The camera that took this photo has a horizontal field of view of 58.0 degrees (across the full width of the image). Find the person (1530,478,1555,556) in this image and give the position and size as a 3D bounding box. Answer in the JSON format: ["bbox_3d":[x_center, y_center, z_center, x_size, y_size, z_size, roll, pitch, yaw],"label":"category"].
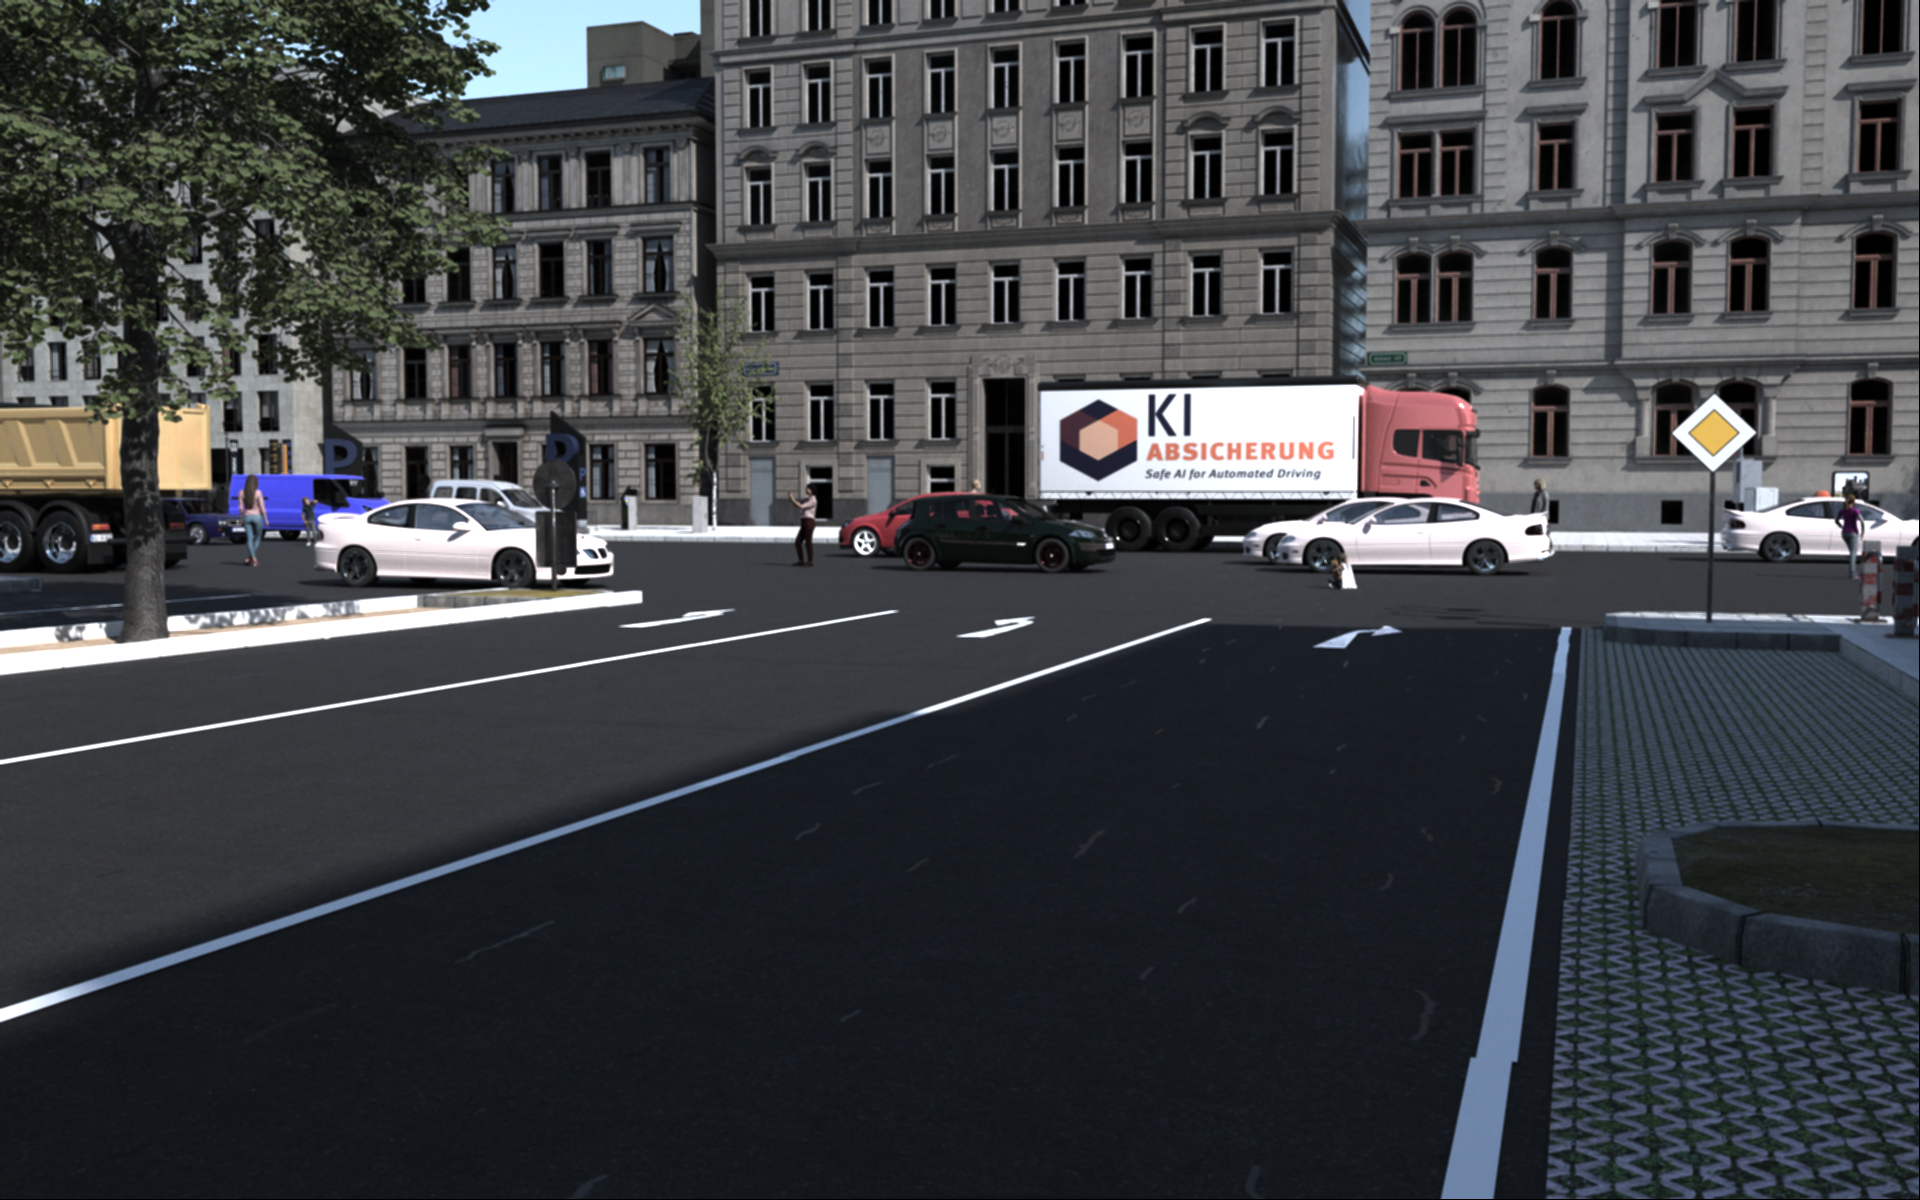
[{"bbox_3d":[13.370,-1.902,39.773,0.728,1.800,0.709,-1,4,-13],"label":"person"}]

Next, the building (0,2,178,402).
[{"bbox_3d":[-52.354,-16.590,89.262,19.932,24.808,12.078,1,4,20],"label":"building"}]

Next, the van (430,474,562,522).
[{"bbox_3d":[-12.939,-2.556,48.810,4.112,2.044,2.013,1,4,20],"label":"van"}]

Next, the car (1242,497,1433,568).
[{"bbox_3d":[8.126,-1.383,34.978,4.827,1.381,2.083,1,4,22],"label":"car"}]

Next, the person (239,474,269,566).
[{"bbox_3d":[-14.110,-1.597,34.615,0.555,1.821,0.388,-1,4,-18],"label":"person"}]

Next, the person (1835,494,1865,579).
[{"bbox_3d":[15.206,-1.083,29.447,0.776,1.435,0.726,-2,4,-34],"label":"person"}]

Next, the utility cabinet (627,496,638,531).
[{"bbox_3d":[-11.586,-3.069,61.339,0.306,1.237,1.020,0,4,-8],"label":"utility cabinet"}]

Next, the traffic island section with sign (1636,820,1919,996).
[{"bbox_3d":[3.323,0.179,5.699,1.989,1.847,2.006,1,4,20],"label":"traffic island section with sign"}]

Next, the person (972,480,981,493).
[{"bbox_3d":[0.374,-2.048,42.330,0.624,1.780,0.694,3,5,43],"label":"person"}]

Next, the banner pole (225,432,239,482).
[{"bbox_3d":[-29.409,-4.888,69.943,0.401,3.779,0.863,1,4,20],"label":"banner pole"}]

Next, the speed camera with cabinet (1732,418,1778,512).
[{"bbox_3d":[20.443,-3.069,44.506,0.660,3.252,2.038,1,4,9],"label":"speed camera with cabinet"}]

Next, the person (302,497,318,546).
[{"bbox_3d":[-17.985,-2.176,47.987,0.435,1.345,0.340,-2,4,-30],"label":"person"}]

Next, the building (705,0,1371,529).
[{"bbox_3d":[3.557,-16.673,69.860,25.104,27.353,12.463,1,4,20],"label":"building"}]

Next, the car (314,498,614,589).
[{"bbox_3d":[-7.712,-0.892,26.944,4.827,1.381,2.083,1,4,19],"label":"car"}]

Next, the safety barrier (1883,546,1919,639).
[{"bbox_3d":[8.427,-0.071,15.440,0.300,0.817,1.120,1,4,20],"label":"safety barrier"}]

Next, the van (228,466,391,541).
[{"bbox_3d":[-19.742,-2.978,53.079,5.245,2.365,2.240,1,4,18],"label":"van"}]

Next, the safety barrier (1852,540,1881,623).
[{"bbox_3d":[9.112,-0.187,17.325,0.300,0.817,1.120,1,4,20],"label":"safety barrier"}]

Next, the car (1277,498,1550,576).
[{"bbox_3d":[8.232,-1.179,31.646,4.827,1.381,2.083,1,4,18],"label":"car"}]

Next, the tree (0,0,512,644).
[{"bbox_3d":[-7.729,-5.870,16.561,7.486,12.596,7.792,0,3,0],"label":"tree"}]

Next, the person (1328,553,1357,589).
[{"bbox_3d":[5.808,-0.445,26.257,0.357,0.543,0.381,3,5,45],"label":"person"}]

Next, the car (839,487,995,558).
[{"bbox_3d":[-0.619,-1.855,39.377,4.494,1.783,2.155,1,4,20],"label":"car"}]

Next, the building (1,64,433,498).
[{"bbox_3d":[-35.160,-13.952,82.864,16.860,20.320,10.420,1,4,20],"label":"building"}]

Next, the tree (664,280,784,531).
[{"bbox_3d":[-8.496,-6.744,60.629,4.737,8.622,4.395,0,3,0],"label":"tree"}]

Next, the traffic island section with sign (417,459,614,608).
[{"bbox_3d":[-5.558,-0.867,22.306,2.006,1.907,1.989,1,4,20],"label":"traffic island section with sign"}]

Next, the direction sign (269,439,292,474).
[{"bbox_3d":[-28.185,-4.888,71.911,0.876,3.537,0.379,0,4,-5],"label":"direction sign"}]

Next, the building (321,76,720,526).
[{"bbox_3d":[-17.618,-12.999,77.157,19.286,19.102,10.561,1,4,20],"label":"building"}]

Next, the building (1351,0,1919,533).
[{"bbox_3d":[26.652,-16.806,62.160,23.554,28.519,14.401,1,4,20],"label":"building"}]

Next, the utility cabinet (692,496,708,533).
[{"bbox_3d":[-8.561,-2.811,57.127,0.306,1.237,1.020,0,4,6],"label":"utility cabinet"}]

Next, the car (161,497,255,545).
[{"bbox_3d":[-22.151,-2.268,49.667,3.894,1.354,1.945,1,4,22],"label":"car"}]

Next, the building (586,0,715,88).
[{"bbox_3d":[-21.617,-33.396,169.719,21.600,48.544,21.300,1,4,20],"label":"building"}]

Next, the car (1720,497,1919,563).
[{"bbox_3d":[18.611,-1.470,36.399,4.827,1.381,2.083,1,4,20],"label":"car"}]

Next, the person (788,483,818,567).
[{"bbox_3d":[-3.113,-1.487,34.268,0.566,1.644,0.517,1,4,18],"label":"person"}]

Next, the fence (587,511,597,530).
[{"bbox_3d":[-13.724,-2.779,60.805,2.069,0.683,0.278,-2,4,-31],"label":"fence"}]

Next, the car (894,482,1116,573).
[{"bbox_3d":[0.809,-1.387,32.468,4.222,1.686,2.009,1,4,21],"label":"car"}]
